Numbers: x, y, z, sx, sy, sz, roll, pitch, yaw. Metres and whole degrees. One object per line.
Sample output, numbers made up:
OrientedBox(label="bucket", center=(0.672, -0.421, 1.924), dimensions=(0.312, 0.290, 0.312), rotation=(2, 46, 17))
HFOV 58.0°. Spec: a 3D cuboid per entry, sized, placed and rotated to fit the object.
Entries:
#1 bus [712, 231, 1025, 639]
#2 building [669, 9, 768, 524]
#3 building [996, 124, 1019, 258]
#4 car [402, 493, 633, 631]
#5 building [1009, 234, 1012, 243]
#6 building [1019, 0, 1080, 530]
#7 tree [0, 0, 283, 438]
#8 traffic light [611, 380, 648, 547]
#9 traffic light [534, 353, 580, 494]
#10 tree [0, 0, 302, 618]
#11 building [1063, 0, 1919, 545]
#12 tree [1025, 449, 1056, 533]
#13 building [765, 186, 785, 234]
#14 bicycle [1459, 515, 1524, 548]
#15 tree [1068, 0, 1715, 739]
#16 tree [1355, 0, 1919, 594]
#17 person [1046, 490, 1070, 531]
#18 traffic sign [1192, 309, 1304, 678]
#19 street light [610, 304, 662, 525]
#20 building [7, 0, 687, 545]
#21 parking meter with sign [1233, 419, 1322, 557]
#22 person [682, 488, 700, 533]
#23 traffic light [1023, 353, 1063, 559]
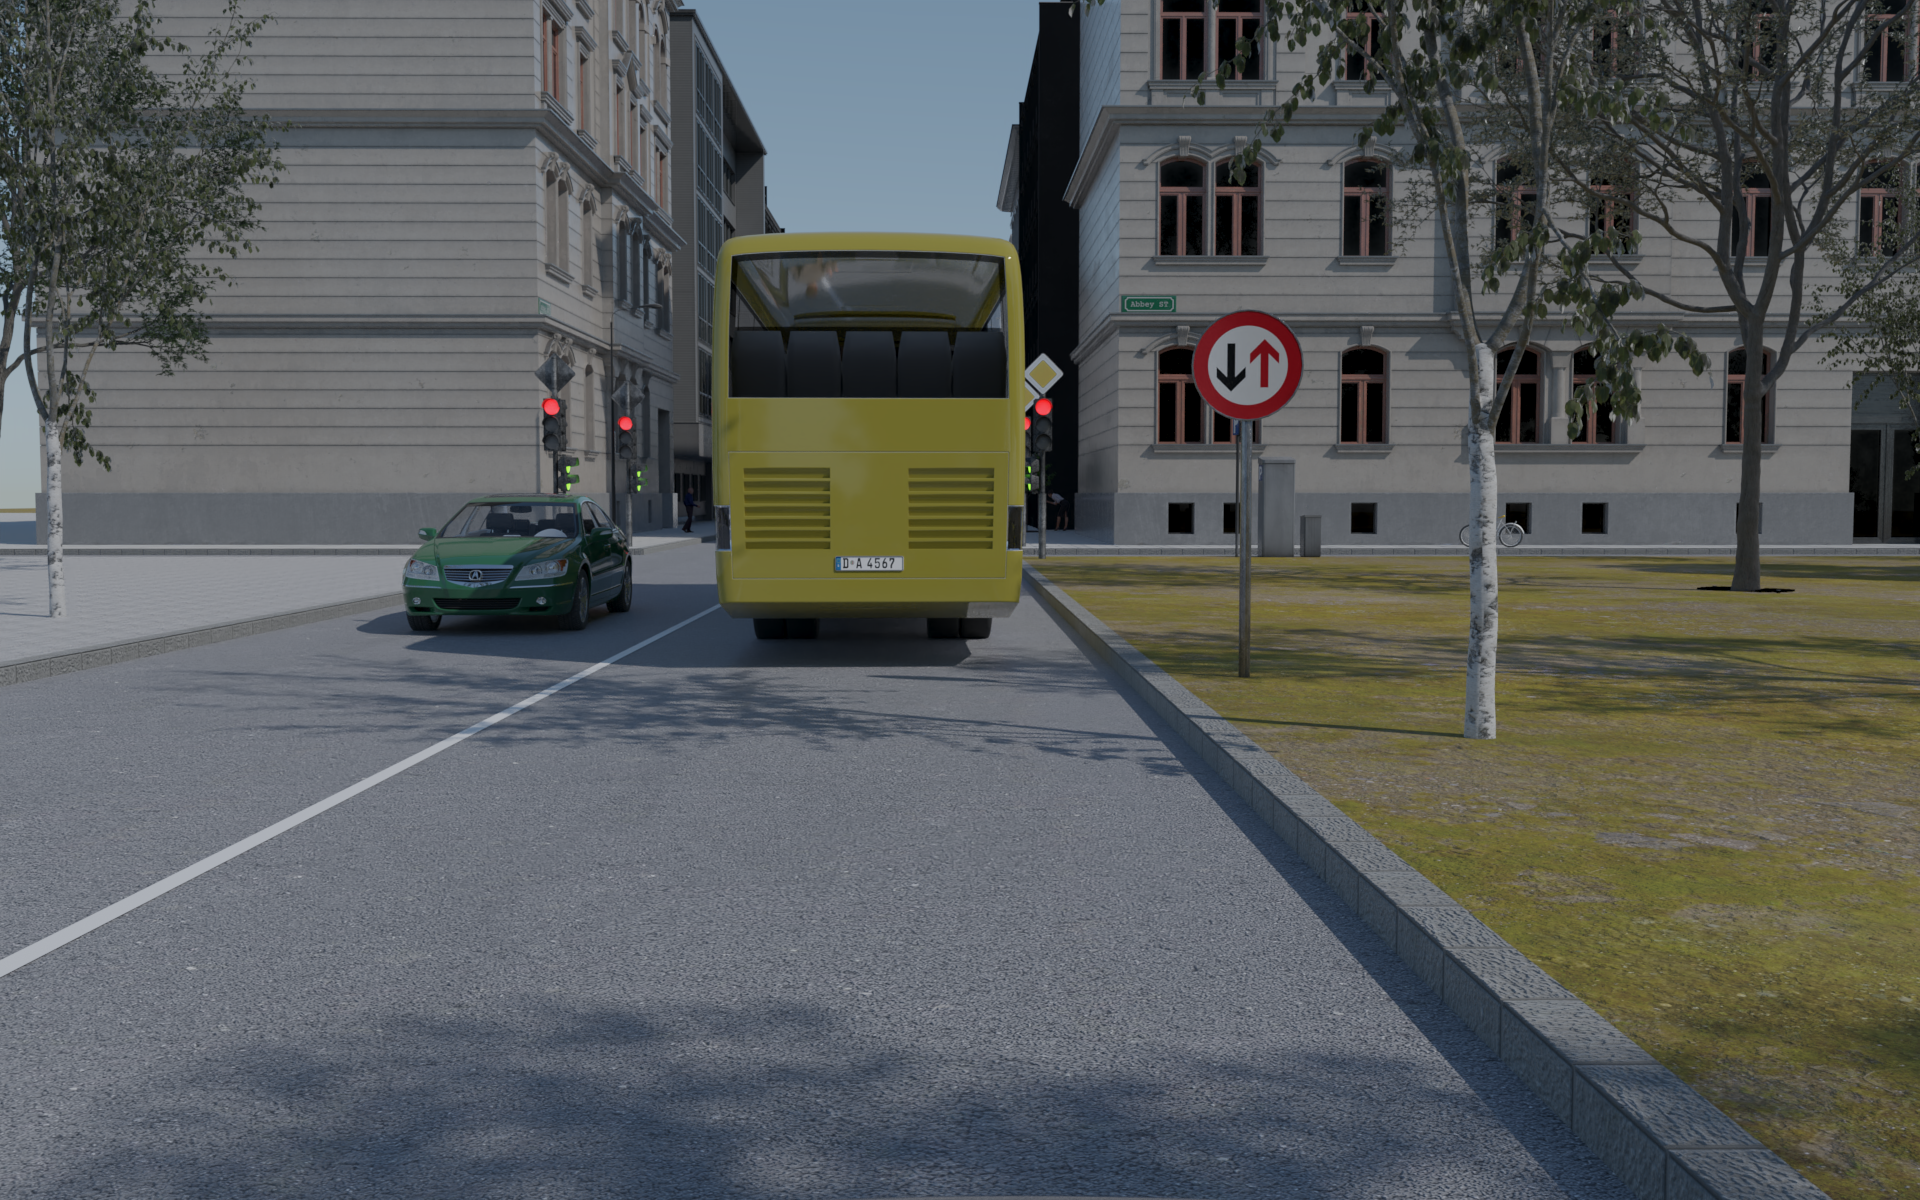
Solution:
OrientedBox(label="bus", center=(-0.982, -1.738, 19.971), dimensions=(2.896, 3.916, 12.252), rotation=(0, 4, -2))
OrientedBox(label="building", center=(-17.615, -16.071, 81.821), dimensions=(14.314, 24.678, 30.058), rotation=(0, 4, -1))
OrientedBox(label="building", center=(7.349, -15.077, 97.420), dimensions=(10.553, 20.767, 40.483), rotation=(0, 4, -1))
OrientedBox(label="car", center=(-4.904, -0.483, 19.695), dimensions=(2.131, 1.459, 4.920), rotation=(0, 4, -1))
OrientedBox(label="building", center=(10.194, -16.846, 131.857), dimensions=(16.016, 20.091, 11.380), rotation=(0, 4, -1))
OrientedBox(label="building", center=(8.850, -14.653, 69.251), dimensions=(12.332, 23.373, 15.834), rotation=(0, 4, -1))
OrientedBox(label="tree", center=(-14.732, -5.626, 26.405), dimensions=(7.601, 10.594, 8.767), rotation=(0, 4, 7))
OrientedBox(label="traffic light", center=(-8.041, -3.232, 42.094), dimensions=(0.839, 4.213, 0.868), rotation=(0, 4, -1))
OrientedBox(label="traffic light", center=(-7.950, -2.744, 34.110), dimensions=(0.839, 4.213, 0.868), rotation=(0, 4, -1))
OrientedBox(label="tree", center=(-9.216, -4.133, 17.938), dimensions=(4.360, 8.622, 3.978), rotation=(0, 3, 0))
OrientedBox(label="building", center=(14.910, -15.991, 48.849), dimensions=(23.554, 28.519, 14.401), rotation=(0, 4, -1))
OrientedBox(label="tree", center=(2.243, -3.880, 58.044), dimensions=(1.663, 3.219, 1.824), rotation=(0, 3, 0))
OrientedBox(label="building", center=(-17.461, -16.859, 105.325), dimensions=(12.332, 23.373, 15.834), rotation=(0, 4, -1))
OrientedBox(label="bicycle", center=(12.794, -1.736, 41.599), dimensions=(1.543, 0.972, 0.635), rotation=(1, 4, 11))
OrientedBox(label="tree", center=(2.544, -3.571, 8.742), dimensions=(4.360, 8.622, 3.978), rotation=(0, 3, 0))
OrientedBox(label="tree", center=(10.520, -6.861, 22.553), dimensions=(12.009, 13.543, 11.850), rotation=(0, 3, 0))
OrientedBox(label="person", center=(3.394, -3.115, 60.158), dimensions=(0.799, 1.438, 0.628), rotation=(0, 4, -5))
OrientedBox(label="traffic sign", center=(1.993, -0.731, 12.063), dimensions=(0.768, 2.556, 0.104), rotation=(0, 4, 6))
OrientedBox(label="street light", center=(-7.960, -4.272, 42.384), dimensions=(1.470, 5.913, 1.316), rotation=(0, 4, -1))
OrientedBox(label="building", center=(-16.844, -16.303, 53.947), dimensions=(14.401, 28.519, 23.554), rotation=(0, 4, -1))
OrientedBox(label="parking meter with sign", center=(6.447, -2.380, 35.171), dimensions=(1.738, 3.016, 0.543), rotation=(0, 4, -4))
OrientedBox(label="person", center=(-8.944, -2.993, 57.676), dimensions=(0.600, 1.496, 0.574), rotation=(0, 4, 0))
OrientedBox(label="traffic light", center=(1.610, -2.752, 34.235), dimensions=(0.839, 4.213, 0.868), rotation=(0, 4, -1))
